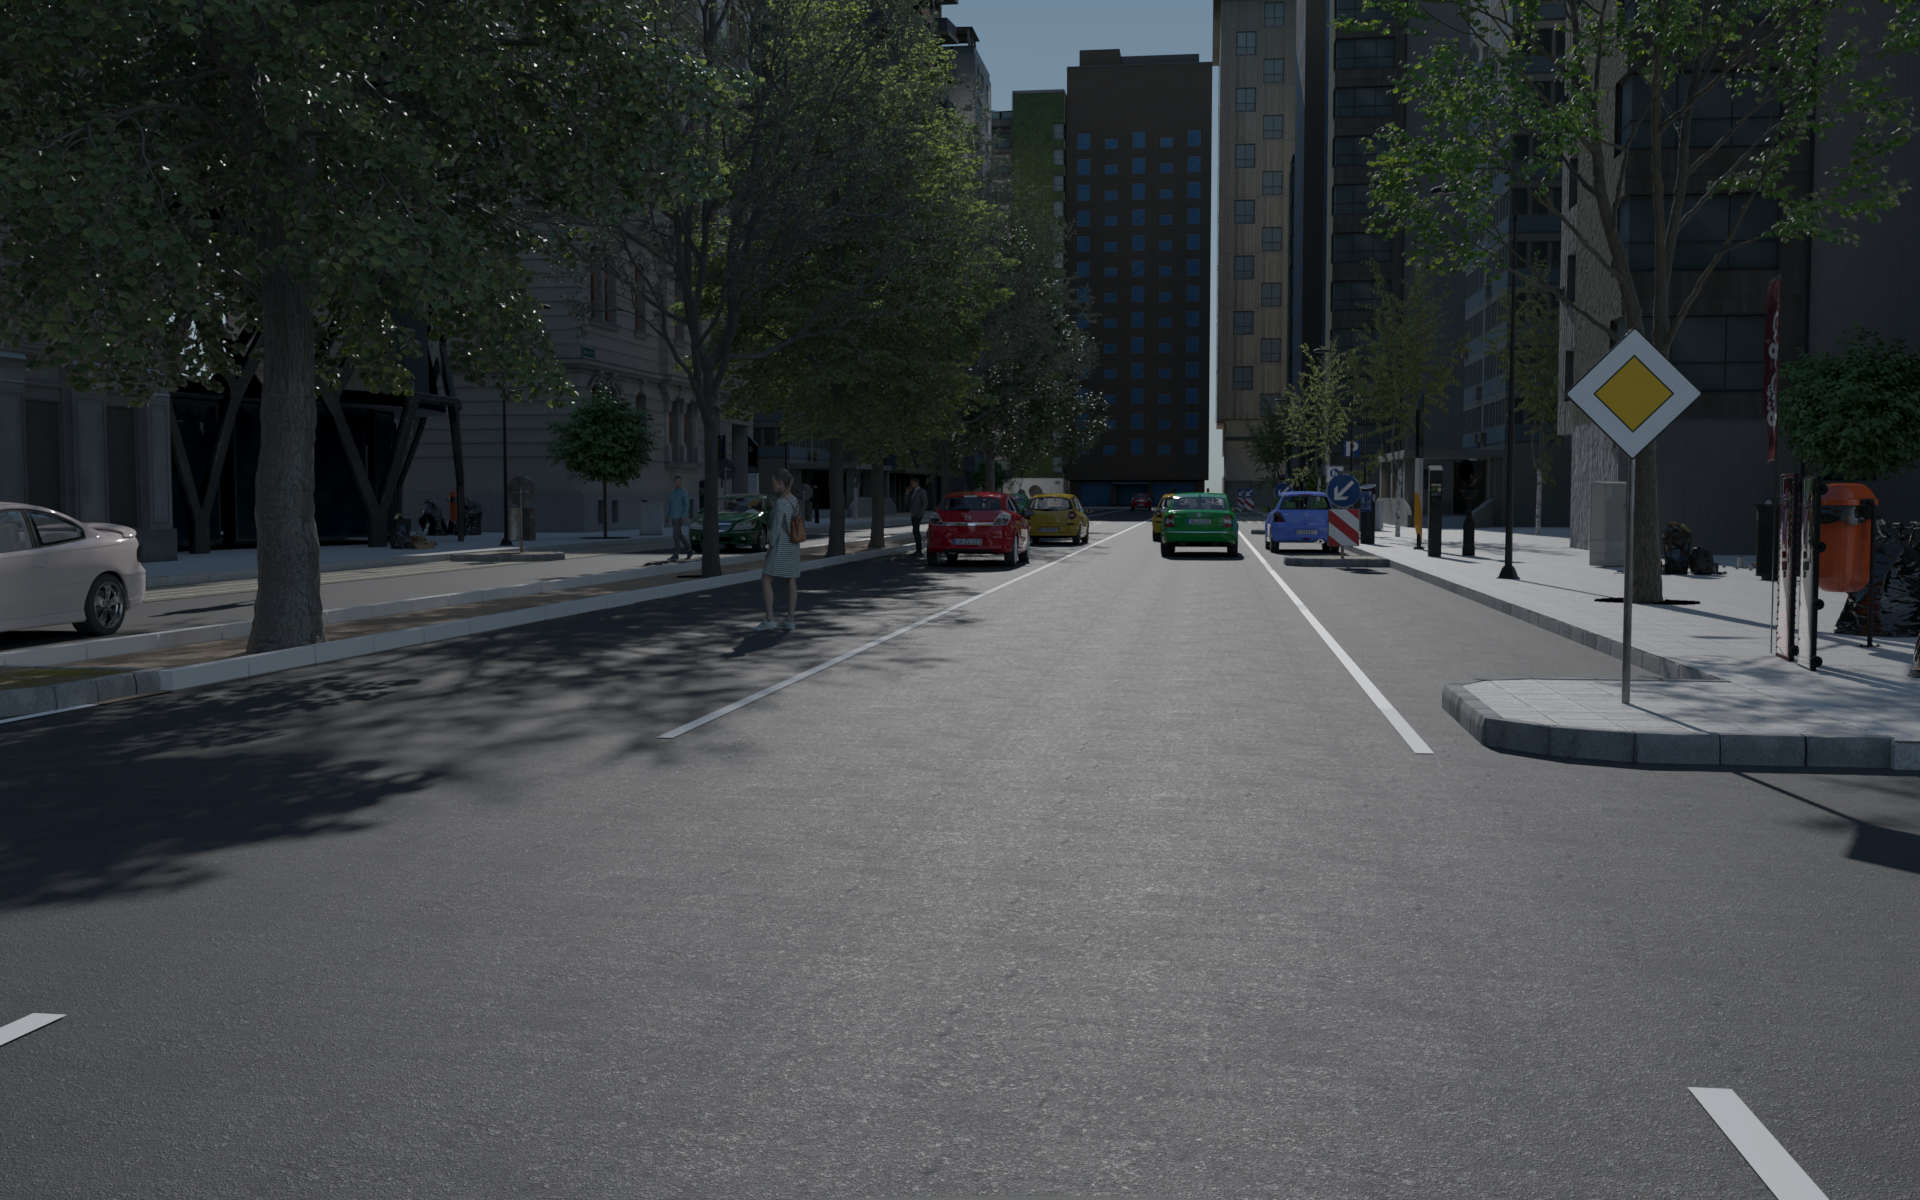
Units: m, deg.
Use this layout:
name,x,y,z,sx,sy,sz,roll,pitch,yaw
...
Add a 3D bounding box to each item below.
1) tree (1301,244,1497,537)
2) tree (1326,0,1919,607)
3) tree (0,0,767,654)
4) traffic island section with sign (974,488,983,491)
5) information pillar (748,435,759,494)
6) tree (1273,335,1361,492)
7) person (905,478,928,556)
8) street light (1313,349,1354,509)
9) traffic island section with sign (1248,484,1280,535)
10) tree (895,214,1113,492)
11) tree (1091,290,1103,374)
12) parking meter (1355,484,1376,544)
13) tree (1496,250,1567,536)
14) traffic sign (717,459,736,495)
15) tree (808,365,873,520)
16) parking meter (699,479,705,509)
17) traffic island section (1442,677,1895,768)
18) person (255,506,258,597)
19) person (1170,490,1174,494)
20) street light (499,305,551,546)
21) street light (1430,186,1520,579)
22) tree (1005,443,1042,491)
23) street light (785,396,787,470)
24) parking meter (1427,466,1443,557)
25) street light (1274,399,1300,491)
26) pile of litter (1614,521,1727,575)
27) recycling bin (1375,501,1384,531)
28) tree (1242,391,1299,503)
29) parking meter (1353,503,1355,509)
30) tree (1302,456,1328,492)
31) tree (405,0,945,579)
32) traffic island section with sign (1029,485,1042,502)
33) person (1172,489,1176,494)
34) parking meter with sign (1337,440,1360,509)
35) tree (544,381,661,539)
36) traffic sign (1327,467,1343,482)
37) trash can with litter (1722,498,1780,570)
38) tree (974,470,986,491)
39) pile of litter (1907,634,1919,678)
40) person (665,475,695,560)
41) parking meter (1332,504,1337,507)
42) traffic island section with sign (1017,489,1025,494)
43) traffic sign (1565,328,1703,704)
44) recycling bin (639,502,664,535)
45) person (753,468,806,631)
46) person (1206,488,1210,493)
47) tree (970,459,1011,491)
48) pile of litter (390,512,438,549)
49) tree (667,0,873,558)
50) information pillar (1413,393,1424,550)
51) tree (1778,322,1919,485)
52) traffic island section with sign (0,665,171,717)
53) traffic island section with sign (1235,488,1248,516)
name,x,y,z,sx,sy,sz,roll,pitch,yaw
tree,13.176,-6.205,51.814,4.737,8.622,4.395,0,3,0
tree,8.080,-5.775,20.177,9.928,11.665,9.643,0,3,0
tree,-6.088,-6.498,15.348,9.857,13.997,8.962,0,3,0
traffic island section with sign,1.216,-6.434,113.821,1.989,1.847,2.006,0,4,8
information pillar,-8.212,-4.732,68.717,0.504,3.616,0.183,2,4,32
tree,16.774,-7.994,81.059,4.360,8.622,3.978,0,3,0
person,-1.027,-1.942,40.436,0.473,1.802,0.592,-1,4,-14
street light,11.994,-5.071,55.459,1.470,5.913,1.316,0,4,8
traffic island section with sign,11.425,-3.260,61.927,1.989,1.847,2.006,0,4,8
tree,1.217,-9.182,69.583,9.611,12.733,9.660,0,3,0
tree,-0.453,-8.749,55.869,12.009,13.543,11.850,0,3,0
parking meter,10.491,-2.211,44.554,0.372,1.533,0.369,0,3,0
tree,18.119,-6.295,53.285,4.737,8.622,4.395,0,3,0
traffic sign,-8.412,-3.795,62.149,0.768,2.556,0.104,1,4,15
tree,-5.366,-8.247,85.196,4.360,8.622,3.978,0,3,0
parking meter,-9.699,-3.672,65.740,0.255,1.863,0.399,2,4,30
traffic island section,4.100,0.713,10.623,2.009,0.180,2.903,0,4,8
person,-9.268,-0.846,23.341,0.512,1.701,0.522,-1,4,-10
person,18.599,-8.737,151.295,1.348,1.831,0.705,0,4,-7
street light,-10.709,-4.289,42.664,1.470,5.913,1.316,0,4,8
street light,7.788,-3.282,26.197,1.470,5.913,1.316,0,4,8
tree,5.665,-12.926,161.704,4.360,8.622,3.978,0,3,0
street light,-6.632,-6.030,71.137,1.470,5.913,1.316,0,4,8
parking meter,9.713,-1.816,35.406,0.255,1.863,0.399,1,4,11
street light,16.051,-6.861,84.717,1.470,5.913,1.316,0,4,8
pile of litter,11.441,-0.853,27.905,1.719,0.858,1.176,1,4,23
recycling bin,14.458,-2.951,60.806,0.722,1.027,0.722,1,4,21
tree,23.025,-10.776,126.550,4.737,8.622,4.395,0,3,0
parking meter,13.746,-3.137,59.697,0.372,1.533,0.369,0,3,0
tree,18.080,-5.763,88.834,1.663,3.219,1.824,0,3,0
tree,-4.215,-7.099,28.899,12.009,13.543,11.850,0,3,0
traffic island section with sign,3.674,-4.777,86.236,2.006,1.907,1.989,0,4,8
person,15.151,-6.951,122.178,0.705,1.821,1.348,-2,4,-25
parking meter with sign,12.732,-3.721,57.104,0.543,3.016,1.738,0,4,2
tree,-10.173,-4.053,49.973,4.285,4.588,4.351,0,3,0
traffic sign,13.873,-3.794,64.156,0.606,2.300,0.079,1,4,15
trash can with litter,13.675,-1.109,29.183,1.678,1.210,2.233,0,4,5
tree,1.938,-8.747,137.613,1.663,3.219,1.824,0,3,0
pile of litter,7.536,0.109,12.190,1.719,0.858,1.176,1,4,9
person,-6.076,-1.799,37.776,0.748,1.841,0.638,-2,4,-35
parking meter,13.658,-3.320,62.696,0.372,1.533,0.369,0,3,0
traffic island section with sign,5.002,-8.066,140.510,1.989,1.847,2.006,0,4,8
traffic sign,4.076,-0.422,10.550,0.795,2.450,0.064,0,4,8
recycling bin,-9.616,-2.534,53.986,0.722,1.027,0.722,0,4,-8
person,-1.867,-0.538,18.302,0.522,1.701,0.512,1,4,18
person,15.477,-6.081,108.023,1.348,1.812,0.705,-2,4,-25
tree,2.494,-9.913,145.792,4.285,4.588,4.351,0,3,0
pile of litter,-12.926,-1.649,40.923,1.176,0.858,1.719,0,4,1
tree,-2.799,-7.221,38.655,7.486,12.596,7.792,0,3,0
information pillar,10.601,-2.974,39.975,0.183,3.616,0.504,2,4,27
tree,17.215,-3.026,33.185,4.285,4.588,4.351,0,3,0
traffic island section with sign,-6.912,-0.227,11.844,2.006,1.907,1.989,0,4,8
traffic island section with sign,18.458,-6.284,111.364,1.989,1.847,2.006,0,4,8
